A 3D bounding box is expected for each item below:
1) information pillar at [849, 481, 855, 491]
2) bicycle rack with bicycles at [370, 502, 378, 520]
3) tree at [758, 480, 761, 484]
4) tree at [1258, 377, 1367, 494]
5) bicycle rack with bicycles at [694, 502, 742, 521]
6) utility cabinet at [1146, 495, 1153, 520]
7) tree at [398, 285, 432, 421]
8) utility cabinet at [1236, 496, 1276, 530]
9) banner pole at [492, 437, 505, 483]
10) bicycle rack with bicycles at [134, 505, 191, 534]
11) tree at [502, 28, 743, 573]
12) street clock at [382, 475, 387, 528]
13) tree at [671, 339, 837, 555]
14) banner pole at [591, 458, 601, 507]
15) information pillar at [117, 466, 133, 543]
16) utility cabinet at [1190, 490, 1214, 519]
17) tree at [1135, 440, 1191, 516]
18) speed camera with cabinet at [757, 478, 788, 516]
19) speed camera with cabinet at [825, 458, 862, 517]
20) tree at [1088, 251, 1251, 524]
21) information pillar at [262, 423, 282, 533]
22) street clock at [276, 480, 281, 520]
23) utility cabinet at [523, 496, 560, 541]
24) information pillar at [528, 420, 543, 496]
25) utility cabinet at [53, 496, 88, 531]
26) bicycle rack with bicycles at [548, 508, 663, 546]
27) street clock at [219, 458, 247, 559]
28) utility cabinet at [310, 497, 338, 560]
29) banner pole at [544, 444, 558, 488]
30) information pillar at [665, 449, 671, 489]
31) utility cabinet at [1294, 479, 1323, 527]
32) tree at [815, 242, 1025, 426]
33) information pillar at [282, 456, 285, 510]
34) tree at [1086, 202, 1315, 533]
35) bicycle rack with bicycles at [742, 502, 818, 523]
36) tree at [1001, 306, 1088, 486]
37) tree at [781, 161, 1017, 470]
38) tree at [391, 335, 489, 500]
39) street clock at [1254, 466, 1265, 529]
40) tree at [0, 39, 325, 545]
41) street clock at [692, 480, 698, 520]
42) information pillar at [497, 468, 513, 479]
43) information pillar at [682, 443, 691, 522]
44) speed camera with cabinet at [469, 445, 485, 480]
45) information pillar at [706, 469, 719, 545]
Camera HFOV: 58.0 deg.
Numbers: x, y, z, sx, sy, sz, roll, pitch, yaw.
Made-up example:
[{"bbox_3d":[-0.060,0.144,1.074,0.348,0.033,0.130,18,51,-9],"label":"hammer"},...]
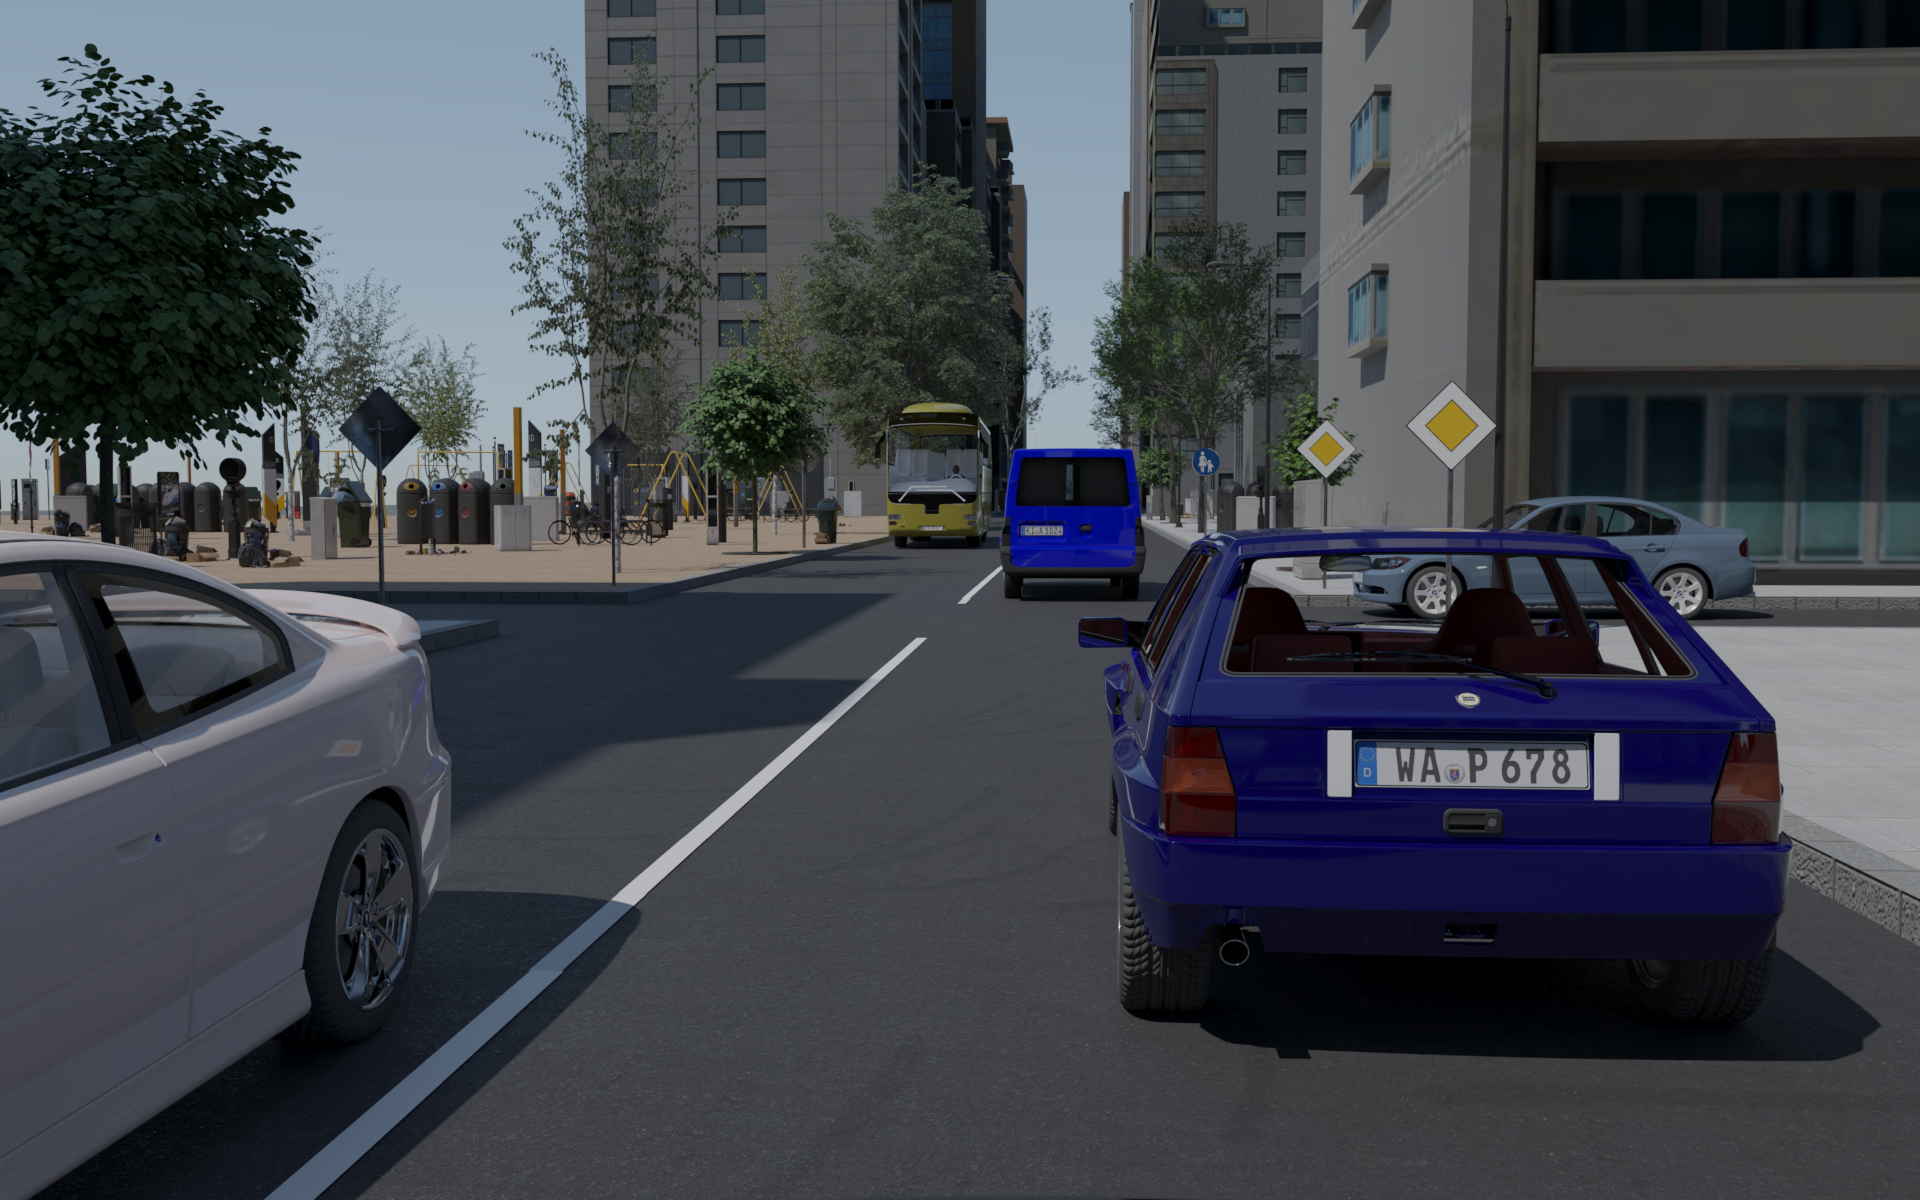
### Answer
[{"bbox_3d":[-6.027,-5.634,96.609,0.304,2.012,0.304,1,4,13],"label":"information pillar"},{"bbox_3d":[-30.592,-4.528,87.407,2.852,0.926,2.925,-1,4,-21],"label":"bicycle rack with bicycles"},{"bbox_3d":[-11.192,-8.558,90.290,4.360,8.622,3.978,0,3,0],"label":"tree"},{"bbox_3d":[5.796,-2.090,28.770,1.663,3.219,1.824,0,3,0],"label":"tree"},{"bbox_3d":[-10.816,-4.195,81.972,2.925,0.926,2.852,1,4,13],"label":"bicycle rack with bicycles"},{"bbox_3d":[9.431,-4.587,86.153,0.306,1.237,1.020,1,4,8],"label":"utility cabinet"},{"bbox_3d":[-19.728,-6.535,57.210,4.360,8.622,3.978,0,3,0],"label":"tree"},{"bbox_3d":[8.003,-2.184,46.875,1.020,1.237,0.306,2,4,24],"label":"utility cabinet"},{"bbox_3d":[-20.138,-5.238,75.651,0.401,3.779,0.863,2,4,25],"label":"banner pole"},{"bbox_3d":[-26.075,-2.599,55.877,2.852,0.926,2.925,-1,4,-8],"label":"bicycle rack with bicycles"},{"bbox_3d":[-5.606,-4.757,28.147,4.360,8.622,3.978,0,3,0],"label":"tree"},{"bbox_3d":[-21.873,-3.730,65.561,0.358,2.002,0.471,0,3,0],"label":"street clock"},{"bbox_3d":[-4.460,-3.258,36.983,4.285,4.588,4.351,0,3,0],"label":"tree"},{"bbox_3d":[-18.660,-6.032,88.634,0.863,3.779,0.401,2,4,33],"label":"banner pole"},{"bbox_3d":[-21.704,-2.480,45.033,0.304,2.012,0.304,-2,4,-35],"label":"information pillar"},{"bbox_3d":[12.345,-4.866,88.236,1.173,1.500,0.318,2,4,24],"label":"utility cabinet"},{"bbox_3d":[12.035,-7.303,103.125,4.285,4.588,4.351,0,3,0],"label":"tree"},{"bbox_3d":[-10.875,-6.439,99.609,2.038,3.252,0.660,-2,4,-31],"label":"speed camera with cabinet"},{"bbox_3d":[-6.448,-6.201,95.717,2.038,3.252,0.660,0,4,-5],"label":"speed camera with cabinet"},{"bbox_3d":[9.122,-9.124,74.932,9.928,11.665,9.643,0,3,0],"label":"tree"},{"bbox_3d":[-22.692,-4.011,56.932,0.183,3.616,0.504,2,4,29],"label":"information pillar"},{"bbox_3d":[-34.474,-5.061,87.310,0.471,2.002,0.358,-2,4,-35],"label":"street clock"},{"bbox_3d":[-11.480,-2.210,47.298,1.020,1.237,0.306,0,4,1],"label":"utility cabinet"},{"bbox_3d":[-13.464,-3.885,54.880,0.504,3.616,0.183,2,4,25],"label":"information pillar"},{"bbox_3d":[-30.671,-2.970,59.715,1.020,1.237,0.306,-1,4,-23],"label":"utility cabinet"},{"bbox_3d":[-8.941,-1.864,43.861,2.925,0.926,2.852,-1,4,-13],"label":"bicycle rack with bicycles"},{"bbox_3d":[-14.467,-1.831,34.502,0.471,2.002,0.358,1,4,12],"label":"street clock"},{"bbox_3d":[-12.578,-1.414,34.278,0.306,1.237,1.020,0,4,-7],"label":"utility cabinet"},{"bbox_3d":[-20.463,-5.901,86.492,0.863,3.779,0.401,-1,4,-22],"label":"banner pole"},{"bbox_3d":[-14.341,-5.733,85.081,0.183,3.616,0.504,1,4,12],"label":"information pillar"},{"bbox_3d":[5.286,-1.084,26.406,0.318,1.500,1.173,0,4,4],"label":"utility cabinet"},{"bbox_3d":[-1.837,-10.446,81.158,12.009,13.543,11.850,0,3,0],"label":"tree"},{"bbox_3d":[-35.904,-6.115,91.340,0.504,3.616,0.183,0,4,-4],"label":"information pillar"},{"bbox_3d":[7.710,-7.468,56.515,8.767,10.594,7.601,3,5,41],"label":"tree"},{"bbox_3d":[-7.763,-4.004,78.843,2.925,0.926,2.852,2,4,28],"label":"bicycle rack with bicycles"},{"bbox_3d":[6.209,-19.451,173.914,12.611,20.169,13.585,0,3,0],"label":"tree"},{"bbox_3d":[-2.222,-9.886,68.286,9.857,13.997,8.962,0,3,0],"label":"tree"},{"bbox_3d":[-23.528,-7.895,79.441,4.737,8.622,4.395,0,3,0],"label":"tree"},{"bbox_3d":[7.670,-2.419,44.117,0.358,2.002,0.471,0,4,8],"label":"street clock"},{"bbox_3d":[-6.250,-1.778,12.780,4.285,4.588,4.351,0,3,0],"label":"tree"},{"bbox_3d":[-13.306,-5.043,87.028,0.358,2.002,0.471,-1,4,-13],"label":"street clock"},{"bbox_3d":[-12.946,-2.742,49.321,0.304,2.012,0.304,2,4,31],"label":"information pillar"},{"bbox_3d":[-12.495,-5.358,78.959,0.183,3.616,0.504,-3,5,-42],"label":"information pillar"},{"bbox_3d":[-19.588,-4.643,70.246,0.660,3.252,2.038,-1,4,-13],"label":"speed camera with cabinet"},{"bbox_3d":[-6.236,-2.391,43.585,0.304,2.012,0.304,-1,4,-11],"label":"information pillar"}]
